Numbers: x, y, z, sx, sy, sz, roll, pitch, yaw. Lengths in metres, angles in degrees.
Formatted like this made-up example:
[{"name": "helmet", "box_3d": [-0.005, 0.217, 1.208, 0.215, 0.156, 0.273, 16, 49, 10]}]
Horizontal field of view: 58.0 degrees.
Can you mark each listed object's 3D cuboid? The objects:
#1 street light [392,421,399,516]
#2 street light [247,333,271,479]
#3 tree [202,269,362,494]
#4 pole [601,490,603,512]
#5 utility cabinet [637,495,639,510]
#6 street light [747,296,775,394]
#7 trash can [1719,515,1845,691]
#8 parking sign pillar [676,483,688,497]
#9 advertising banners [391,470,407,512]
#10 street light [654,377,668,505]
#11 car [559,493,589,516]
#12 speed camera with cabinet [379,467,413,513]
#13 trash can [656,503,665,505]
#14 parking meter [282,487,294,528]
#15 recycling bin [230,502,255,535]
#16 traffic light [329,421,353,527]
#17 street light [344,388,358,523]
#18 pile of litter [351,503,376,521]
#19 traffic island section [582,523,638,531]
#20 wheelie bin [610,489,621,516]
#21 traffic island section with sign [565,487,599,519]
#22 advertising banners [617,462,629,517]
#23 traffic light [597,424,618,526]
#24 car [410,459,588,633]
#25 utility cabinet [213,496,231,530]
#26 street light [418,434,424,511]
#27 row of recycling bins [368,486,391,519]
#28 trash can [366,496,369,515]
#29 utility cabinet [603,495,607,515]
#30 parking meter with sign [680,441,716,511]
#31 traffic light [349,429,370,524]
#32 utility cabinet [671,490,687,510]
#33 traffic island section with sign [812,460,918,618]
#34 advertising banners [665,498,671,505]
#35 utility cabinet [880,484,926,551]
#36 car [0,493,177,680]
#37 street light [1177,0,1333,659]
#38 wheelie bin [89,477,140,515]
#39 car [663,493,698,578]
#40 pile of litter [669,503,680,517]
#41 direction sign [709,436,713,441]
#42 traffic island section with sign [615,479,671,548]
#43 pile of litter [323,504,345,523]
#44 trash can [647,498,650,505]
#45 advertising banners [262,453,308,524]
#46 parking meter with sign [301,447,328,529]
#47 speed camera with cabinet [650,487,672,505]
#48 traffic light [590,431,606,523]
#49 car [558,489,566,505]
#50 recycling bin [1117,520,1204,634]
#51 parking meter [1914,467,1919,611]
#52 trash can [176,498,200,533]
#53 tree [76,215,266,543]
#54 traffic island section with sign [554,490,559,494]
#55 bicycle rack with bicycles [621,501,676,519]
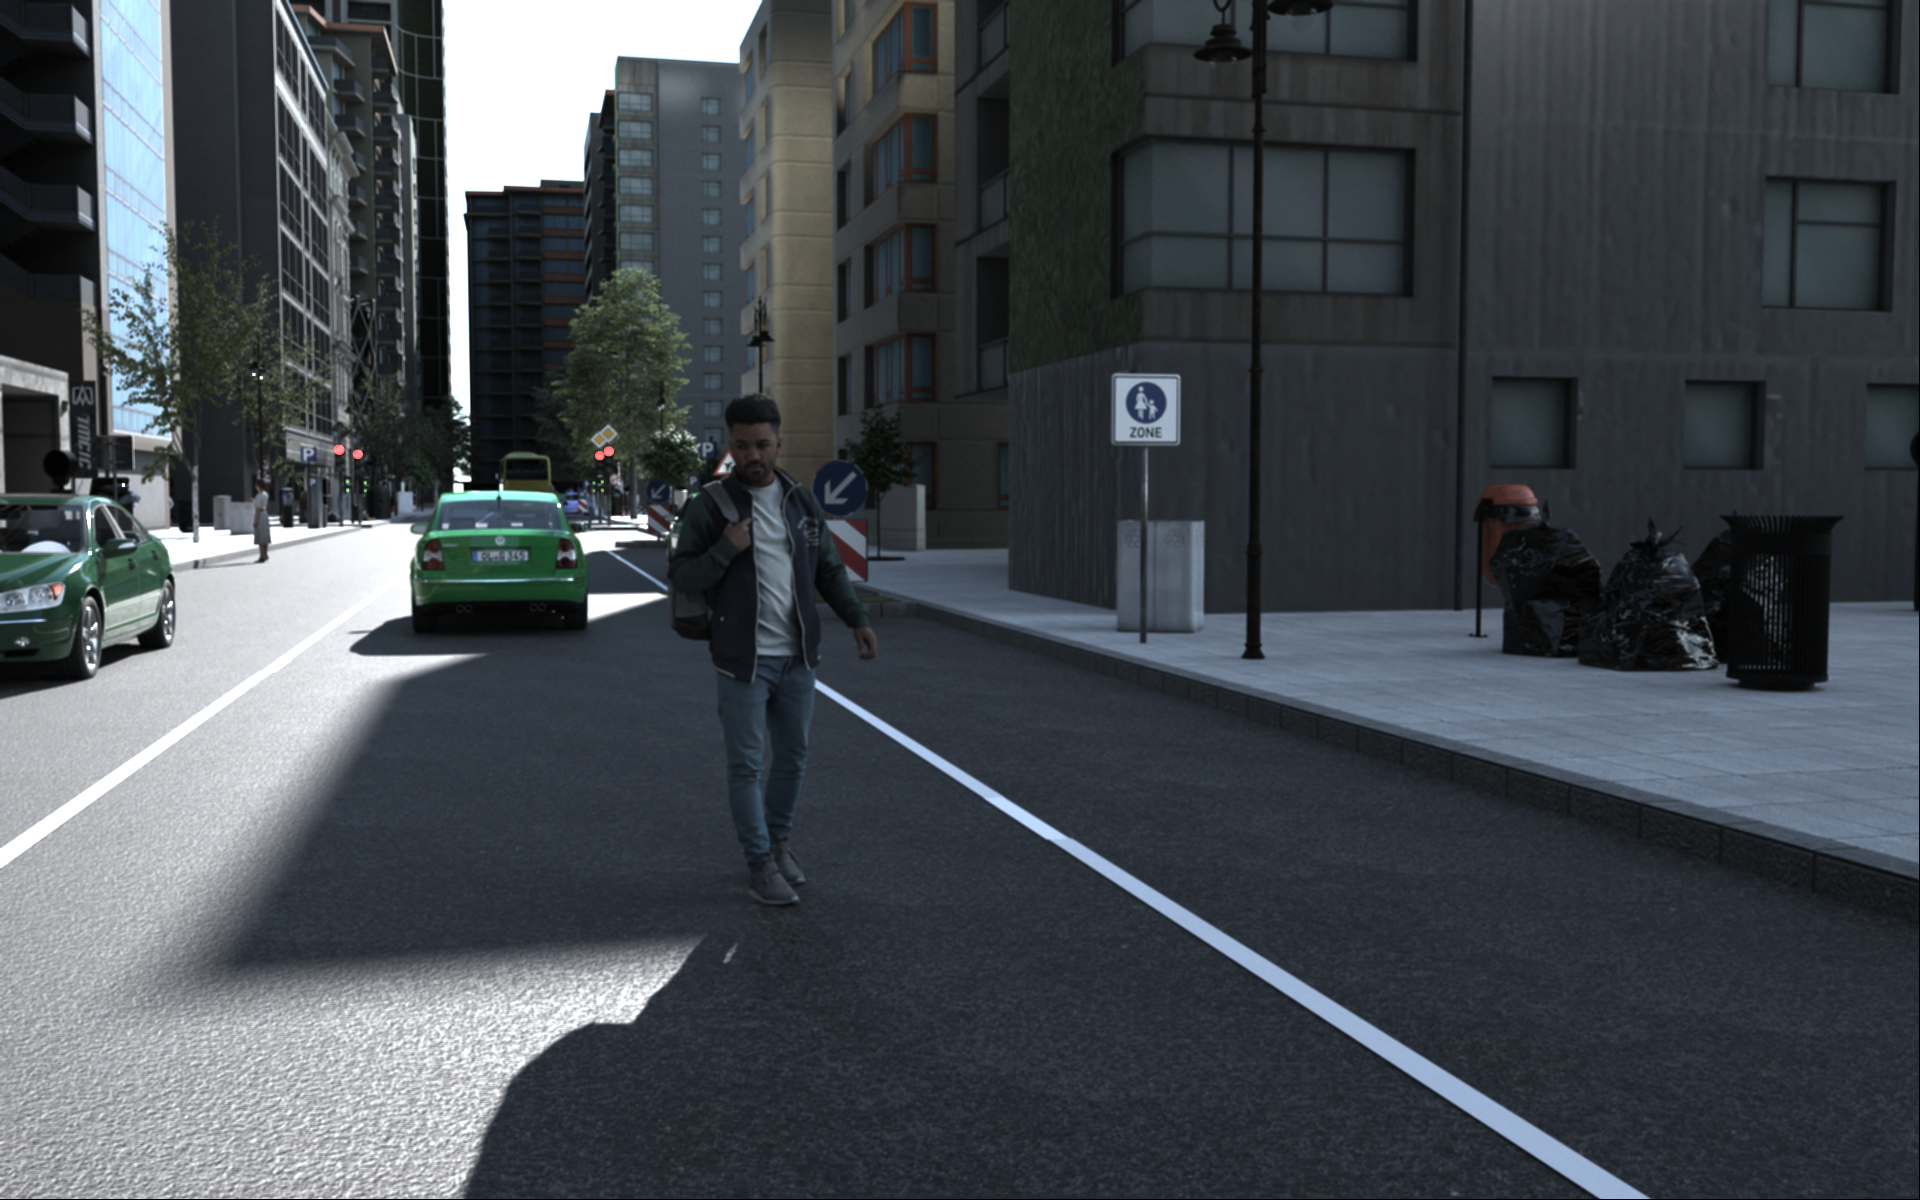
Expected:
[{"name": "street light", "box_3d": [-33.514, -7.948, 102.735, 0.468, 5.910, 1.993, -1, 4, -14]}, {"name": "street light", "box_3d": [-20.111, -4.711, 49.810, 0.468, 5.910, 1.993, -1, 4, -14]}, {"name": "tree", "box_3d": [-23.072, -6.546, 57.383, 4.360, 8.622, 3.978, 0, 3, 0]}, {"name": "pole", "box_3d": [-26.064, -8.090, 126.116, 0.158, 3.312, 0.155, 0, 3, 0]}, {"name": "utility cabinet", "box_3d": [-25.703, -7.681, 136.747, 0.306, 1.237, 1.020, -3, 5, -41]}, {"name": "street light", "box_3d": [-4.672, -4.151, 40.660, 0.468, 5.910, 1.993, -1, 4, -14]}, {"name": "trash can", "box_3d": [5.414, 0.012, 11.452, 0.748, 1.137, 0.748, 0, 3, 0]}, {"name": "parking sign pillar", "box_3d": [-19.550, -8.171, 122.066, 1.447, 3.967, 1.447, 1, 4, 23]}, {"name": "advertising banners", "box_3d": [-41.304, -7.950, 126.177, 2.074, 3.025, 0.090, 0, 4, -1]}, {"name": "street light", "box_3d": [-11.818, -5.865, 68.681, 0.468, 5.910, 1.993, -1, 4, -14]}, {"name": "car", "box_3d": [-23.503, -5.891, 105.905, 1.945, 1.707, 3.694, -1, 4, -15]}, {"name": "speed camera with cabinet", "box_3d": [-37.515, -7.392, 115.194, 2.038, 3.252, 0.660, -2, 4, -32]}, {"name": "trash can", "box_3d": [-20.987, -6.708, 121.321, 0.748, 1.137, 0.748, 0, 3, 0]}, {"name": "parking meter", "box_3d": [-25.519, -3.508, 65.760, 0.372, 1.533, 0.369, 0, 3, 0]}, {"name": "recycling bin", "box_3d": [-22.699, -2.588, 54.865, 0.722, 1.027, 0.722, -1, 4, -16]}, {"name": "traffic light", "box_3d": [-23.854, -4.759, 66.730, 0.839, 4.253, 0.868, -1, 4, -14]}, {"name": "street light", "box_3d": [-26.503, -6.278, 75.431, 0.468, 5.910, 1.993, -1, 4, -14]}, {"name": "pile of litter", "box_3d": [-28.387, -4.184, 82.366, 1.176, 0.858, 1.719, -1, 4, -16]}, {"name": "traffic island section", "box_3d": [-14.017, -2.879, 69.357, 2.009, 0.180, 2.903, -1, 4, -14]}, {"name": "wheelie bin", "box_3d": [-20.262, -5.755, 102.001, 0.693, 1.594, 0.980, -3, 5, -41]}, {"name": "traffic island section with sign", "box_3d": [-22.108, -5.654, 101.073, 1.989, 1.847, 2.006, -1, 4, -14]}, {"name": "advertising banners", "box_3d": [-18.667, -6.101, 95.933, 0.090, 3.025, 2.074, 0, 4, 6]}, {"name": "traffic light", "box_3d": [-14.058, -4.912, 69.233, 0.839, 4.253, 0.868, -1, 4, -14]}, {"name": "car", "box_3d": [-5.164, -0.650, 19.419, 1.959, 1.807, 4.718, -1, 4, -15]}, {"name": "utility cabinet", "box_3d": [-26.389, -3.106, 61.944, 0.306, 1.237, 1.020, -3, 5, -42]}, {"name": "street light", "box_3d": [-40.435, -9.619, 130.061, 0.468, 5.910, 1.993, -1, 4, -14]}, {"name": "row of recycling bins", "box_3d": [-30.333, -5.097, 90.442, 1.069, 1.692, 3.534, -1, 4, -14]}, {"name": "trash can", "box_3d": [-37.249, -5.927, 108.555, 0.748, 1.137, 0.748, 0, 3, 0]}, {"name": "utility cabinet", "box_3d": [-20.843, -5.668, 103.838, 1.020, 1.237, 0.306, 0, 4, 7]}, {"name": "parking meter with sign", "box_3d": [-8.589, -3.693, 56.635, 0.543, 3.016, 1.738, 1, 4, 18]}, {"name": "traffic light", "box_3d": [-25.825, -5.232, 74.469, 0.839, 4.253, 0.868, -1, 4, -14]}, {"name": "utility cabinet", "box_3d": [-16.520, -5.706, 101.978, 1.173, 1.500, 0.318, 3, 5, 44]}, {"name": "traffic island section with sign", "box_3d": [-1.687, -0.753, 20.936, 1.989, 1.847, 2.006, -1, 4, -14]}, {"name": "advertising banners", "box_3d": [-24.209, -9.082, 144.681, 2.074, 3.025, 0.090, 2, 4, 34]}, {"name": "utility cabinet", "box_3d": [-1.287, -1.864, 39.160, 1.173, 1.500, 0.318, 3, 5, 44]}, {"name": "car", "box_3d": [-7.962, -0.175, 14.656, 2.131, 1.459, 4.920, -1, 4, -13]}, {"name": "street light", "box_3d": [2.289, -2.481, 13.344, 0.468, 5.910, 1.993, -1, 4, -14]}, {"name": "wheelie bin", "box_3d": [-15.914, -1.508, 32.571, 0.980, 1.594, 0.693, -3, 5, -43]}, {"name": "car", "box_3d": [-3.813, -1.191, 28.268, 1.959, 1.807, 4.718, -1, 4, -13]}, {"name": "pile of litter", "box_3d": [-15.904, -5.033, 96.260, 1.719, 0.858, 1.176, 1, 4, 9]}, {"name": "direction sign", "box_3d": [-9.761, -4.653, 68.068, 0.379, 3.537, 0.876, -1, 4, -15]}, {"name": "traffic island section with sign", "box_3d": [-8.354, -2.350, 47.057, 1.989, 1.847, 2.006, -1, 4, -14]}, {"name": "pile of litter", "box_3d": [-28.412, -3.877, 77.348, 1.719, 0.858, 1.176, 0, 4, -1]}, {"name": "trash can", "box_3d": [-25.739, -8.111, 144.260, 0.748, 1.137, 0.748, 0, 3, 0]}, {"name": "advertising banners", "box_3d": [-29.148, -4.814, 74.893, 2.074, 3.025, 0.090, -1, 4, -20]}, {"name": "parking meter with sign", "box_3d": [-24.140, -4.196, 64.865, 0.543, 3.016, 1.738, 0, 4, -6]}, {"name": "speed camera with cabinet", "box_3d": [-21.868, -8.092, 126.643, 0.660, 3.252, 2.038, -3, 5, -44]}, {"name": "traffic light", "box_3d": [-16.030, -5.385, 76.971, 0.839, 4.253, 0.868, -1, 4, -14]}, {"name": "car", "box_3d": [-31.564, -7.851, 137.165, 1.959, 1.807, 4.718, -1, 4, -14]}, {"name": "recycling bin", "box_3d": [1.896, -0.231, 16.327, 0.722, 1.027, 0.722, 1, 4, 16]}, {"name": "parking meter", "box_3d": [10.645, -0.808, 18.918, 0.399, 1.863, 0.255, -3, 5, -40]}, {"name": "trash can", "box_3d": [-25.659, -2.810, 57.603, 0.748, 1.137, 0.748, 0, 3, 0]}, {"name": "tree", "box_3d": [-20.253, -5.798, 45.160, 4.737, 8.622, 4.395, 0, 3, 0]}, {"name": "traffic island section with sign", "box_3d": [-28.833, -7.272, 127.519, 1.989, 1.847, 2.006, -1, 4, -14]}, {"name": "bicycle rack with bicycles", "box_3d": [-16.505, -4.736, 90.810, 2.852, 0.926, 2.925, -2, 4, -32]}]
